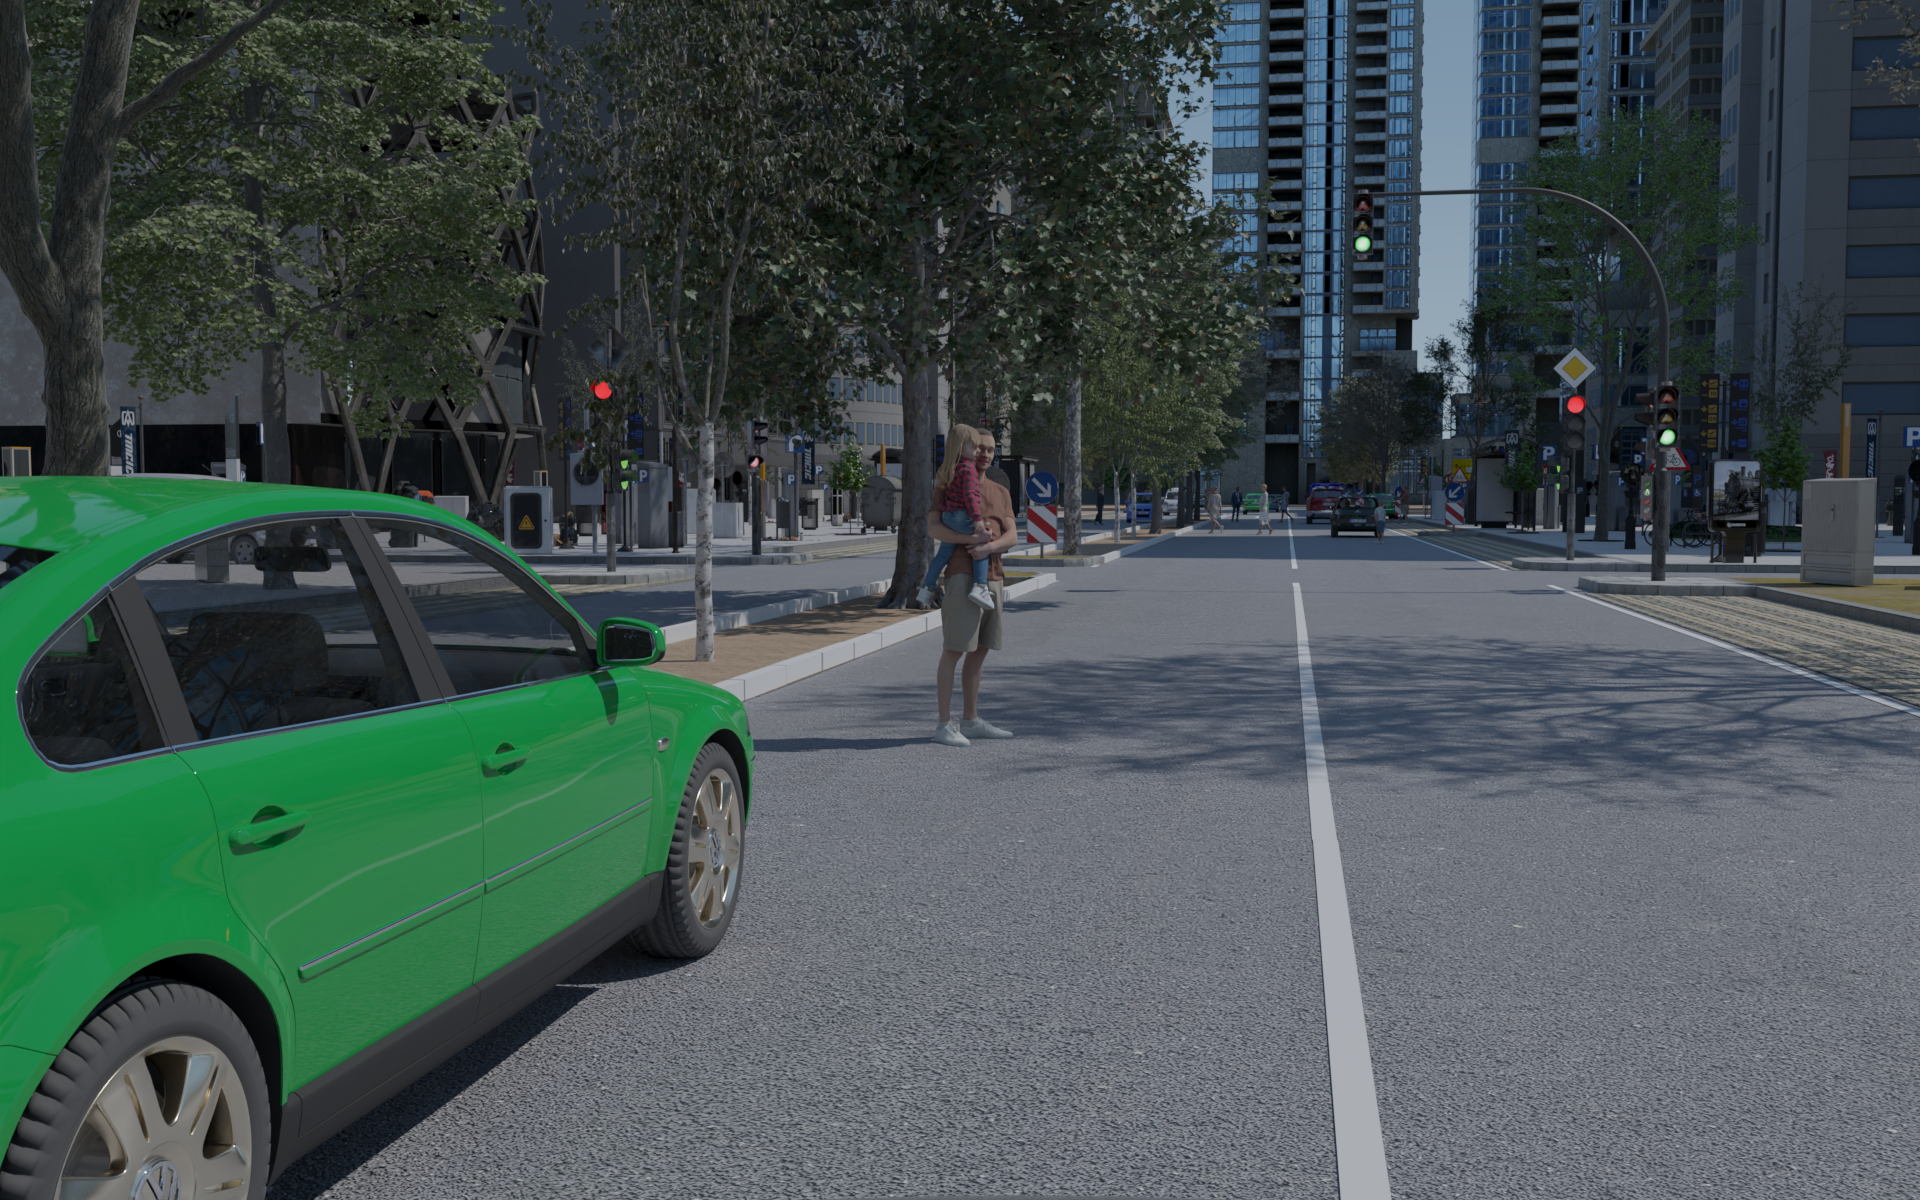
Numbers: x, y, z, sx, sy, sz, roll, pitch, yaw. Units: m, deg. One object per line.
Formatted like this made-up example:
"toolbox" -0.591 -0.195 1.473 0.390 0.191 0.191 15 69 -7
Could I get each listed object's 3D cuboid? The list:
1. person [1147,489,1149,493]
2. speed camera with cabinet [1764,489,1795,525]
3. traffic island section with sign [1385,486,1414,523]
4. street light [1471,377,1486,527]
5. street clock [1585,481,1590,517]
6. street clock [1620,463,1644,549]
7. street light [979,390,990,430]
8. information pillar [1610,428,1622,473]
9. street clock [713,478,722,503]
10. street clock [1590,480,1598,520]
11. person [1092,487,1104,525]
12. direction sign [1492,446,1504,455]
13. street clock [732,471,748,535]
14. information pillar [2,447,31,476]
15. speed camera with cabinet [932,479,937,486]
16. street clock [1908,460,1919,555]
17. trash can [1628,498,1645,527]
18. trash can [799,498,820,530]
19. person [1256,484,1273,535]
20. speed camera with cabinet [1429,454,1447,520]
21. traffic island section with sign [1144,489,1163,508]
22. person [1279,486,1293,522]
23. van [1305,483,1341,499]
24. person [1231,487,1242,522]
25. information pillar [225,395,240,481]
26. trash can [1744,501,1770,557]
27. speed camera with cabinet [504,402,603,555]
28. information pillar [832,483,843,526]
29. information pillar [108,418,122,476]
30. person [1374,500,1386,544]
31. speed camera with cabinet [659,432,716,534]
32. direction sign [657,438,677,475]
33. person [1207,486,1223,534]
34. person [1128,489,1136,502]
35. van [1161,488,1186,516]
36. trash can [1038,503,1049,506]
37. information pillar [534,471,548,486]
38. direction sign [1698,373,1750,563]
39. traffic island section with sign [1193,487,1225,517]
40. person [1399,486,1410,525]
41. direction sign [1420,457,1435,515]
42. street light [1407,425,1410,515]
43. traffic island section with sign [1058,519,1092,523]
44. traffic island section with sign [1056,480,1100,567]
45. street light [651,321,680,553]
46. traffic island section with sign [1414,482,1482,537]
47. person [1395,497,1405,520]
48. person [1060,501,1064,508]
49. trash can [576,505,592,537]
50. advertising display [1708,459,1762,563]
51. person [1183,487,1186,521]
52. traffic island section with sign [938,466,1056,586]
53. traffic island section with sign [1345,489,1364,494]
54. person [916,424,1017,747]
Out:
"person" 14.249 -7.501 131.135 1.348 1.826 0.705 -3 4 -37
"speed camera with cabinet" 25.121 -3.592 53.061 0.660 3.252 2.038 1 4 16
"traffic island section with sign" 21.651 -4.710 85.637 1.989 1.847 2.006 1 4 11
"street light" 20.371 -5.834 68.173 0.468 5.910 1.993 1 4 11
"street clock" 35.085 -5.640 96.777 0.471 2.002 0.358 0 4 -6
"street clock" 15.553 -2.176 40.141 0.471 2.002 0.358 0 4 -4
"street light" 1.127 -6.289 75.611 0.468 5.910 1.993 1 4 11
"information pillar" 23.410 -4.312 61.857 0.183 3.616 0.504 -1 4 -22
"street clock" -10.985 -4.515 78.392 0.471 2.002 0.358 1 4 16
"street clock" 31.940 -5.022 86.683 0.471 2.002 0.358 2 4 32
"person" 6.471 -4.387 80.643 0.534 1.772 0.576 0 4 -7
"direction sign" 25.259 -5.473 81.486 0.876 3.537 0.379 -2 4 -31
"street clock" -6.824 -3.008 53.749 0.471 2.002 0.358 3 5 42
"information pillar" -14.789 -1.389 27.200 0.304 2.012 0.304 2 4 35
"speed camera with cabinet" -0.650 -6.926 107.576 2.038 3.252 0.660 2 4 24
"street clock" 20.149 -1.943 36.333 0.358 2.002 0.471 -1 4 -20
"trash can" 26.305 -3.404 67.315 0.748 1.137 0.748 0 3 0
"trash can" -5.373 -3.075 61.937 0.748 1.137 0.748 0 3 0
"person" 10.705 -3.177 60.802 0.624 1.780 0.694 1 4 11
"speed camera with cabinet" 23.596 -5.575 85.491 0.660 3.252 2.038 0 4 7
"traffic island section with sign" 14.867 -7.816 136.424 1.989 1.847 2.006 1 4 11
"person" 16.342 -4.794 86.975 0.778 1.811 0.616 0 4 0
"van" 21.253 -5.900 100.845 2.240 2.365 5.245 1 4 11
"person" 14.386 -4.986 90.202 0.721 1.800 0.419 -1 4 -15
"information pillar" -17.234 -3.041 41.081 0.504 3.616 0.183 3 4 37
"trash can" 16.246 -1.467 35.632 0.748 1.137 0.748 0 3 0
"speed camera with cabinet" -8.633 -2.598 36.813 2.038 3.252 0.660 -1 4 -10
"information pillar" -4.868 -3.929 68.724 0.304 2.012 0.304 3 4 39
"information pillar" -24.879 -3.661 51.216 0.183 3.616 0.504 2 4 34
"person" 12.127 -2.254 50.036 0.332 1.250 0.352 2 4 26
"speed camera with cabinet" -8.911 -3.757 55.760 2.038 3.252 0.660 -1 4 -10
"direction sign" -11.781 -4.756 69.759 0.876 3.537 0.379 1 4 20
"person" 9.267 -3.269 62.696 0.466 1.731 0.760 -3 5 -45
"person" 10.291 -5.766 102.871 0.635 1.810 0.391 -2 4 -33
"van" 14.530 -6.666 116.007 2.013 2.044 4.112 1 4 11
"trash can" 4.614 -5.158 95.991 0.748 1.137 0.748 0 3 0
"information pillar" -13.247 -3.075 54.761 0.304 2.012 0.304 2 4 31
"direction sign" 14.315 -2.478 32.510 0.876 3.537 0.379 1 4 10
"traffic island section with sign" 15.649 -6.159 108.840 2.006 1.907 1.989 1 4 11
"person" 20.548 -4.377 80.039 0.573 1.828 0.580 -1 4 -22
"direction sign" 28.557 -6.961 105.807 0.876 3.537 0.379 0 4 1
"street light" 27.579 -8.177 106.483 0.468 5.910 1.993 1 4 11
"traffic island section with sign" 5.634 -4.823 87.480 1.989 1.847 2.006 1 4 11
"traffic island section with sign" 1.747 -1.643 34.994 2.006 1.907 1.989 1 4 11
"street light" -6.156 -3.947 37.315 0.468 5.910 1.993 1 4 11
"traffic island section with sign" 16.610 -3.070 58.829 1.989 1.847 2.006 1 4 11
"person" 22.206 -4.823 87.130 0.659 1.850 0.755 -1 4 -18
"person" 4.281 -3.629 68.188 0.716 1.782 0.532 0 4 8
"trash can" -11.337 -2.500 52.533 0.748 1.137 0.748 0 3 0
"advertising display" 14.358 -1.645 32.103 0.974 1.923 0.123 0 4 -6
"person" 11.463 -4.871 88.242 0.635 1.810 0.391 -1 4 -19
"traffic island section with sign" 0.366 -1.198 27.716 2.006 1.907 1.989 1 4 11
"traffic island section with sign" 30.663 -7.634 133.450 1.989 1.847 2.006 1 4 11
"person" 0.041 -0.092 9.977 0.573 1.828 0.580 0 4 4
